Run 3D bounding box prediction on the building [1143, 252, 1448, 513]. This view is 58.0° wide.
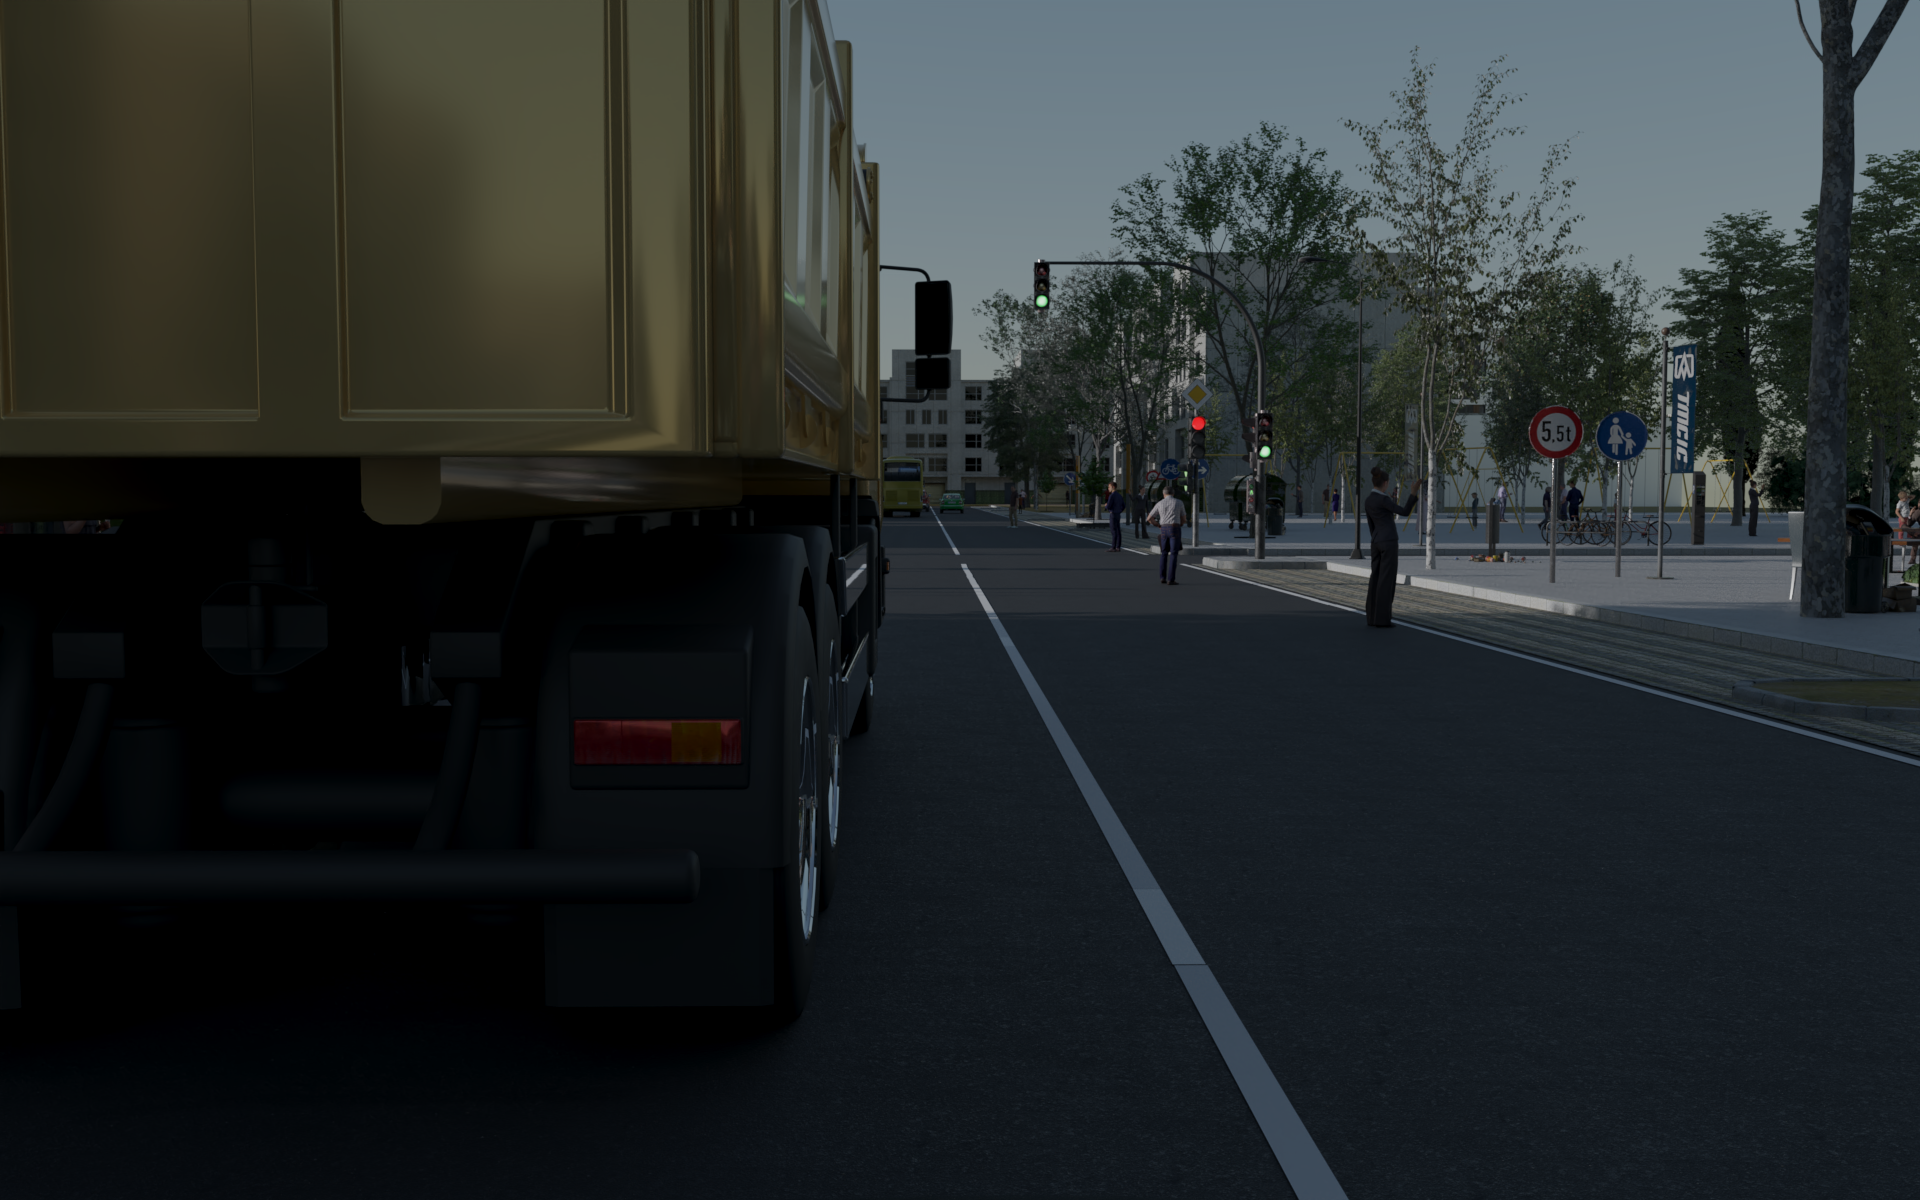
[{"bbox_3d":[24.955,-16.445,135.334,16.747,18.905,31.486,0,4,-1],"label":"building"}]

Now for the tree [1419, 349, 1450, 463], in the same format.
[{"bbox_3d":[22.155,-8.318,86.355,4.737,8.622,4.395,0,3,0],"label":"tree"}]

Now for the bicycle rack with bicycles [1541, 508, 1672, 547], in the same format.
[{"bbox_3d":[15.792,-1.818,43.114,2.852,0.926,2.925,-3,5,-42],"label":"bicycle rack with bicycles"}]

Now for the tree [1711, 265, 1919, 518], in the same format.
[{"bbox_3d":[50.814,-12.069,99.157,13.155,14.587,18.604,3,5,41],"label":"tree"}]

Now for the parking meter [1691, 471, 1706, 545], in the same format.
[{"bbox_3d":[18.683,-2.330,43.810,0.255,1.863,0.399,1,4,11],"label":"parking meter"}]

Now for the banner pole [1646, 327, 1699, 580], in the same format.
[{"bbox_3d":[10.662,-2.192,25.852,0.401,3.779,0.863,-1,4,-21],"label":"banner pole"}]

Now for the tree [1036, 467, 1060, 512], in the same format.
[{"bbox_3d":[6.202,-8.031,125.904,1.663,3.219,1.824,0,3,0],"label":"tree"}]

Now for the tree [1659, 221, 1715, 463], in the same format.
[{"bbox_3d":[31.781,-9.267,69.645,7.486,12.596,7.792,0,3,0],"label":"tree"}]

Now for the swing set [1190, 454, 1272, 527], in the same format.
[{"bbox_3d":[10.938,-4.329,68.396,3.119,2.851,2.862,0,4,-7],"label":"swing set"}]

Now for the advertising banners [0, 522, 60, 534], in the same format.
[{"bbox_3d":[-18.503,-2.275,33.381,2.074,3.025,0.090,-1,4,-10],"label":"advertising banners"}]

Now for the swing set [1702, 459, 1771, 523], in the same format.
[{"bbox_3d":[34.941,-4.978,79.016,2.862,2.851,3.119,0,4,-6],"label":"swing set"}]

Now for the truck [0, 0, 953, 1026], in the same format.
[{"bbox_3d":[-1.720,-0.757,8.298,3.469,3.379,9.791,0,4,-1],"label":"truck"}]

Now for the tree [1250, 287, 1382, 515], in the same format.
[{"bbox_3d":[20.278,-11.846,104.052,12.009,13.543,11.850,0,3,0],"label":"tree"}]

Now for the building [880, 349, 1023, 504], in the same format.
[{"bbox_3d":[-8.477,-21.618,219.904,31.486,18.905,16.747,0,4,-1],"label":"building"}]

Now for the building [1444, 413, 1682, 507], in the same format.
[{"bbox_3d":[60.813,-14.510,179.388,28.070,9.664,9.099,0,4,-1],"label":"building"}]

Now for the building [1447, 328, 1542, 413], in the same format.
[{"bbox_3d":[55.517,-23.411,226.737,32.646,21.610,27.936,0,4,-1],"label":"building"}]

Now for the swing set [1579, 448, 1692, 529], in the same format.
[{"bbox_3d":[22.629,-3.716,58.378,3.119,2.851,2.862,0,4,0],"label":"swing set"}]

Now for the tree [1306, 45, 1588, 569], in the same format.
[{"bbox_3d":[8.268,-4.824,29.240,4.360,8.622,3.978,0,3,0],"label":"tree"}]

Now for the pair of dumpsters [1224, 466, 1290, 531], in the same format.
[{"bbox_3d":[10.490,-3.594,61.253,1.574,2.255,4.437,0,4,-1],"label":"pair of dumpsters"}]

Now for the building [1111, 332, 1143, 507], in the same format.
[{"bbox_3d":[24.929,-18.368,166.768,16.747,18.905,31.486,0,4,-1],"label":"building"}]

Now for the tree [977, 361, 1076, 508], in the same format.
[{"bbox_3d":[6.426,-15.721,163.697,9.857,13.997,8.962,0,3,0],"label":"tree"}]

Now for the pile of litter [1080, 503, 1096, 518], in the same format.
[{"bbox_3d":[6.920,-4.862,93.451,1.176,0.858,1.719,1,4,14],"label":"pile of litter"}]

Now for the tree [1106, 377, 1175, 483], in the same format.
[{"bbox_3d":[10.013,-9.055,98.413,4.360,8.622,3.978,0,3,0],"label":"tree"}]

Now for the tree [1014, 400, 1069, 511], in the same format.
[{"bbox_3d":[6.138,-11.272,134.657,4.360,8.622,3.978,0,3,0],"label":"tree"}]

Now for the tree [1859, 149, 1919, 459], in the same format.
[{"bbox_3d":[30.579,-8.525,57.506,7.486,12.596,7.792,0,3,0],"label":"tree"}]

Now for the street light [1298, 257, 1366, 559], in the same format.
[{"bbox_3d":[7.315,-3.762,34.043,1.470,5.913,1.316,0,4,-1],"label":"street light"}]

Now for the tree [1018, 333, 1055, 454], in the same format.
[{"bbox_3d":[7.731,-9.138,75.168,9.928,11.665,9.643,0,3,0],"label":"tree"}]

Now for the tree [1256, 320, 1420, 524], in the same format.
[{"bbox_3d":[15.793,-7.483,72.709,4.737,8.622,4.395,0,3,0],"label":"tree"}]

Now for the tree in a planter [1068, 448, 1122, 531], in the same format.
[{"bbox_3d":[5.210,-4.283,67.253,1.991,3.239,1.994,0,4,-1],"label":"tree in a planter"}]

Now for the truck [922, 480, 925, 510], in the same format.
[{"bbox_3d":[-4.584,-10.572,162.608,2.967,4.110,18.799,0,4,-2],"label":"truck"}]

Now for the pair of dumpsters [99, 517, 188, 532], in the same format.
[{"bbox_3d":[-14.491,-1.821,32.270,1.574,2.255,4.437,0,4,-1],"label":"pair of dumpsters"}]

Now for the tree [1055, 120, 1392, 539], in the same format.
[{"bbox_3d":[8.412,-7.584,49.753,9.928,11.665,9.643,0,3,0],"label":"tree"}]

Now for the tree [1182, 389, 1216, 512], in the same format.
[{"bbox_3d":[16.347,-10.019,114.175,4.737,8.622,4.395,0,3,0],"label":"tree"}]

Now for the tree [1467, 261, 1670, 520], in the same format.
[{"bbox_3d":[29.747,-10.296,85.345,9.611,12.733,9.660,0,3,0],"label":"tree"}]

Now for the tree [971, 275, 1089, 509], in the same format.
[{"bbox_3d":[7.741,-17.861,147.921,12.611,20.169,13.585,0,3,0],"label":"tree"}]

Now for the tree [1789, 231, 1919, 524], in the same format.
[{"bbox_3d":[25.415,-5.949,47.637,4.737,8.622,4.395,0,3,0],"label":"tree"}]

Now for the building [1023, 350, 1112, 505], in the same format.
[{"bbox_3d":[22.996,-21.673,220.816,31.486,18.905,16.747,0,4,-1],"label":"building"}]

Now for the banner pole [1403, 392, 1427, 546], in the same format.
[{"bbox_3d":[11.143,-3.202,42.371,0.863,3.779,0.401,-2,4,-32],"label":"banner pole"}]

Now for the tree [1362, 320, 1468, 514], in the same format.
[{"bbox_3d":[29.593,-11.915,112.942,7.486,12.596,7.792,0,3,0],"label":"tree"}]

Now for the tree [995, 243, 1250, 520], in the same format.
[{"bbox_3d":[6.904,-10.705,85.404,12.009,13.543,11.850,0,3,0],"label":"tree"}]

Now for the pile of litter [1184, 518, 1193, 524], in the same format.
[{"bbox_3d":[9.638,-3.741,75.127,1.719,0.858,1.176,-1,4,-15],"label":"pile of litter"}]

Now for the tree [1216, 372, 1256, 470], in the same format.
[{"bbox_3d":[16.112,-8.312,86.262,4.737,8.622,4.395,0,3,0],"label":"tree"}]

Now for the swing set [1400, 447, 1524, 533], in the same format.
[{"bbox_3d":[17.042,-3.720,58.441,2.862,2.851,3.119,-1,4,-18],"label":"swing set"}]

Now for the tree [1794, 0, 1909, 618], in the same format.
[{"bbox_3d":[10.154,-9.826,16.548,12.611,20.169,13.585,0,3,0],"label":"tree"}]

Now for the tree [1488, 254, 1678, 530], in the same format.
[{"bbox_3d":[19.586,-6.281,53.063,4.737,8.622,4.395,0,3,0],"label":"tree"}]

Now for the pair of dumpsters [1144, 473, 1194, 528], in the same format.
[{"bbox_3d":[8.184,-4.005,67.973,1.574,2.255,4.437,0,4,-1],"label":"pair of dumpsters"}]

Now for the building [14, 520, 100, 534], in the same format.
[{"bbox_3d":[-35.193,-25.099,64.987,22.147,44.769,28.867,0,4,-1],"label":"building"}]

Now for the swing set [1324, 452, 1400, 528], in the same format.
[{"bbox_3d":[15.429,-4.104,64.721,3.119,2.851,2.862,-1,4,-13],"label":"swing set"}]

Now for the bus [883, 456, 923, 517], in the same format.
[{"bbox_3d":[-3.803,-7.328,111.367,2.896,3.916,12.252,0,4,-3],"label":"bus"}]
